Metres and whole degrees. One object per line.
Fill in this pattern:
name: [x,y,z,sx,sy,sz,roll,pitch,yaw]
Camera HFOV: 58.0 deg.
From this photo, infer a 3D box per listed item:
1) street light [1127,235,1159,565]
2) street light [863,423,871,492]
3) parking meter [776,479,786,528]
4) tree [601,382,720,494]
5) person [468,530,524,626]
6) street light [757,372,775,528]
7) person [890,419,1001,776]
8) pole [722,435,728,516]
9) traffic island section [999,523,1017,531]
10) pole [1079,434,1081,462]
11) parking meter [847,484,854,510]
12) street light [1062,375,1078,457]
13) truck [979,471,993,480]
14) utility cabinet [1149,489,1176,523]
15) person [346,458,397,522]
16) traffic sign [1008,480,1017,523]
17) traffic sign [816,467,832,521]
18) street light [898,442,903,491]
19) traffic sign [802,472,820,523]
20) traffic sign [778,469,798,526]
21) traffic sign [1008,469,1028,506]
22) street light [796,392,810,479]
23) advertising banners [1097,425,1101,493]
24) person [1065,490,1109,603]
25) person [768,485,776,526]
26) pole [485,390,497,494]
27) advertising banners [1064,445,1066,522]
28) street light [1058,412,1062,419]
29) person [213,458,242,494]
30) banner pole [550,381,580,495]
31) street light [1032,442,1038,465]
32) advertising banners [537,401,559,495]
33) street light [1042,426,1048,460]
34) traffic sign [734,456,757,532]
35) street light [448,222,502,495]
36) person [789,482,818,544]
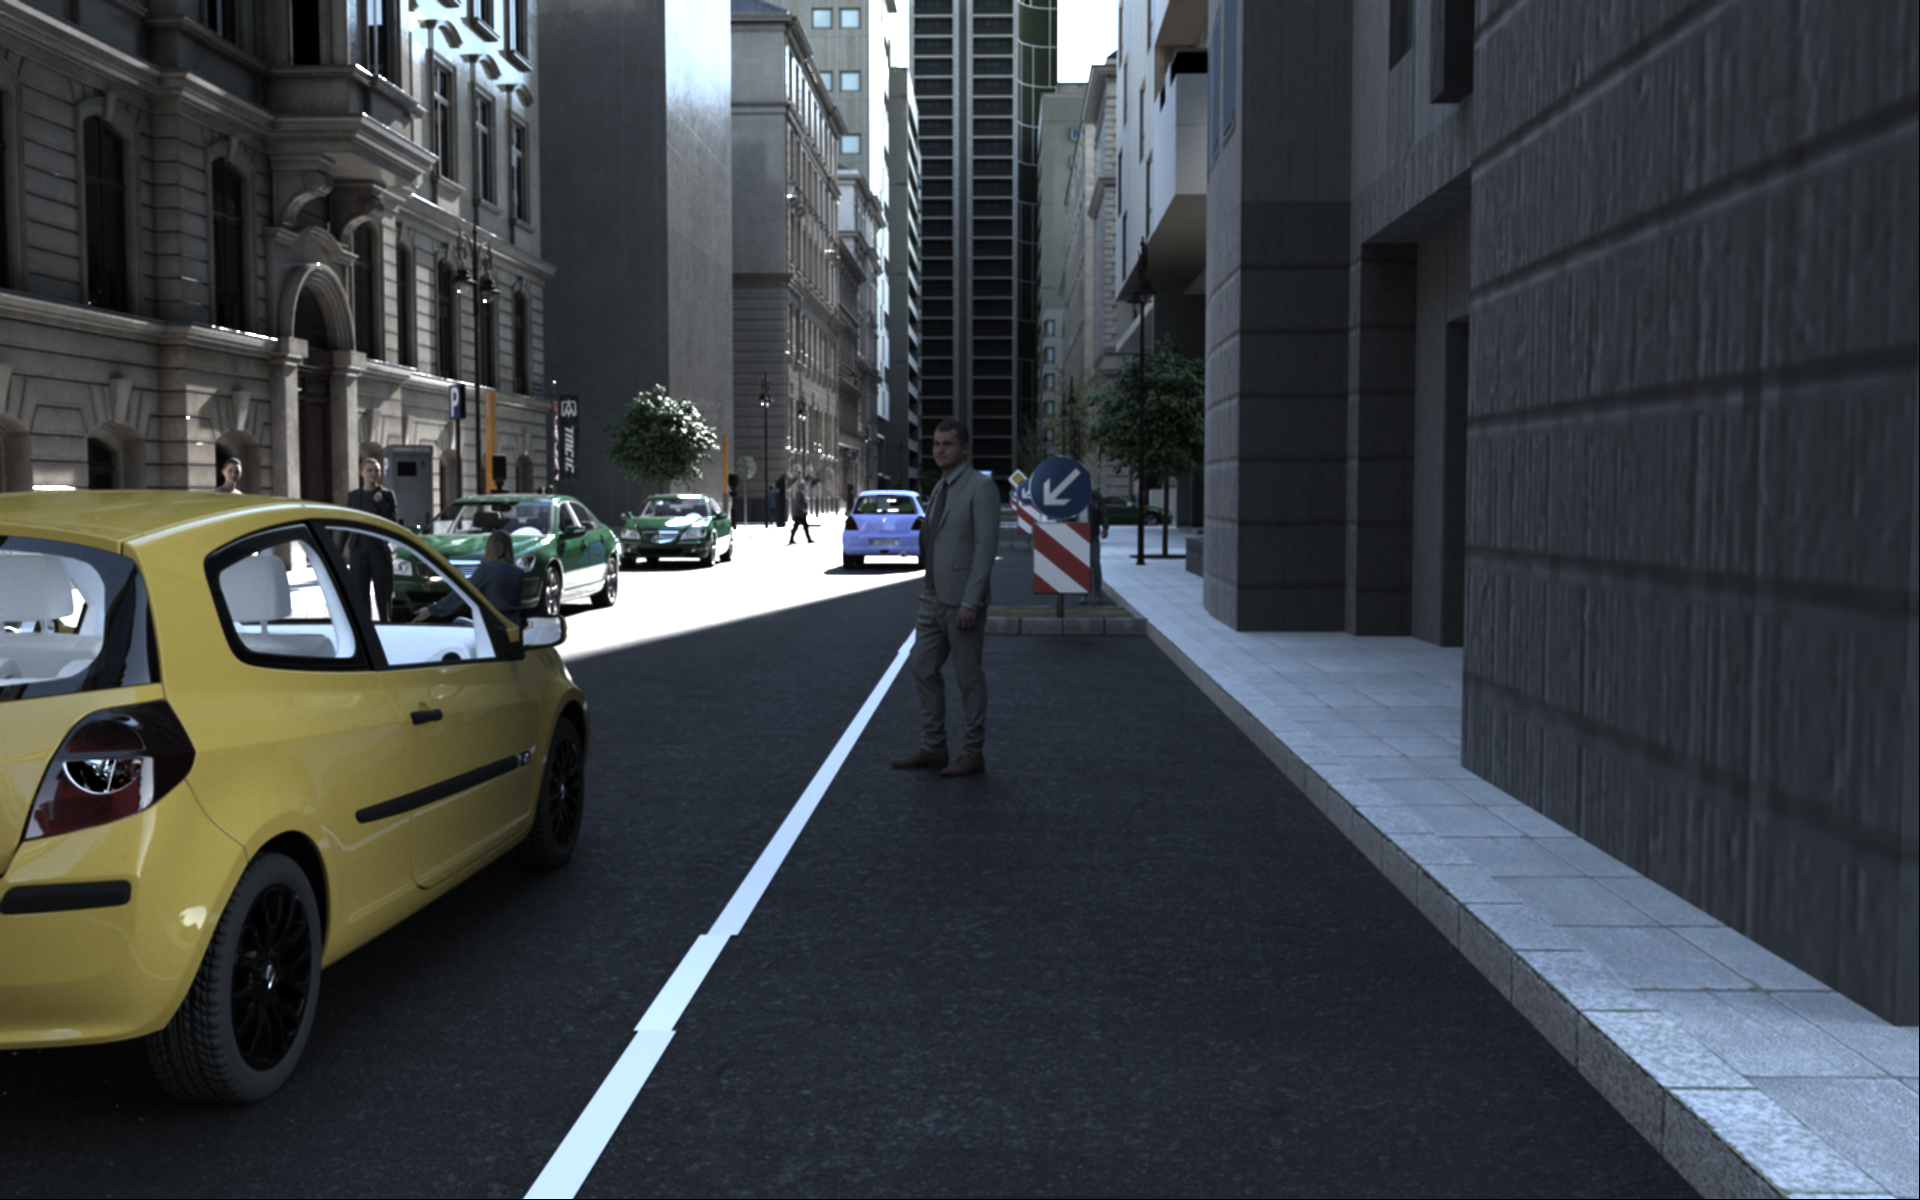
street light: [3.276,-3.574,31.225,0.468,5.910,1.993,0,4,2]
street light: [-6.010,-8.565,112.828,0.468,5.910,1.993,0,4,2]
parking meter: [-6.856,-3.700,66.209,0.255,1.863,0.399,-2,4,-33]
tree: [-8.668,-4.079,50.403,4.285,4.588,4.351,0,3,0]
person: [-3.808,0.019,13.693,1.012,1.151,0.738,-3,5,-41]
street light: [-7.338,-5.674,65.551,0.468,5.910,1.993,0,4,2]
person: [-0.028,-0.018,8.901,0.391,1.810,0.635,-3,4,-39]
pole: [-8.097,-4.033,59.781,0.158,3.312,0.155,0,3,0]
traffic island section: [2.312,-2.819,68.379,2.009,0.180,2.903,0,4,2]
pole: [3.982,-3.952,58.458,0.158,3.312,0.155,0,3,0]
parking meter: [-6.533,-5.986,103.581,0.255,1.863,0.399,2,4,30]
street light: [4.342,-5.798,67.592,0.468,5.910,1.993,0,4,2]
truck: [2.573,-12.476,193.748,2.967,4.110,18.799,0,4,1]
utility cabinet: [8.918,-4.139,76.352,1.173,1.500,0.318,-1,4,-19]
person: [-5.684,-0.473,16.662,0.576,1.772,0.534,-2,4,-26]
traffic sign: [2.507,-4.443,76.284,0.795,2.450,0.064,0,4,2]
traffic sign: [-6.520,-5.062,82.876,0.768,2.556,0.104,0,4,8]
street light: [-5.052,-10.744,148.457,0.468,5.910,1.993,0,4,2]
traffic sign: [-6.583,-4.459,76.553,0.795,2.450,0.064,0,4,2]
traffic sign: [-6.802,-3.971,68.571,0.795,2.450,0.064,0,4,2]
traffic sign: [2.289,-3.955,68.302,0.795,2.450,0.064,0,4,2]
street light: [-6.982,-6.384,77.168,0.468,5.910,1.993,0,4,2]
advertising banners: [3.530,-2.935,44.178,0.090,3.025,2.074,0,4,4]
person: [1.646,-0.859,22.895,0.623,1.781,0.721,0,4,-1]
person: [-7.866,-3.932,72.974,0.721,1.800,0.419,0,4,3]
pole: [-9.243,-2.467,34.173,0.158,3.312,0.155,0,3,0]
advertising banners: [3.723,-3.999,61.567,0.090,3.025,2.074,0,4,3]
street light: [4.703,-6.470,78.576,0.468,5.910,1.993,0,4,2]
person: [-7.045,-0.484,16.747,0.374,1.781,0.599,1,4,13]
banner pole: [-8.802,-2.961,38.430,0.863,3.779,0.401,1,4,15]
street light: [6.537,-10.889,150.820,0.468,5.910,1.993,0,4,2]
advertising banners: [-7.646,-2.206,32.261,0.090,3.025,2.074,0,4,-3]
street light: [5.628,-8.684,114.775,0.468,5.910,1.993,0,4,2]
traffic sign: [-7.196,-3.544,58.046,0.768,2.556,0.104,0,4,3]
street light: [-8.296,-3.486,29.782,0.468,5.910,1.993,0,4,2]
person: [-4.496,-2.494,49.680,0.834,1.777,0.661,0,4,-5]
